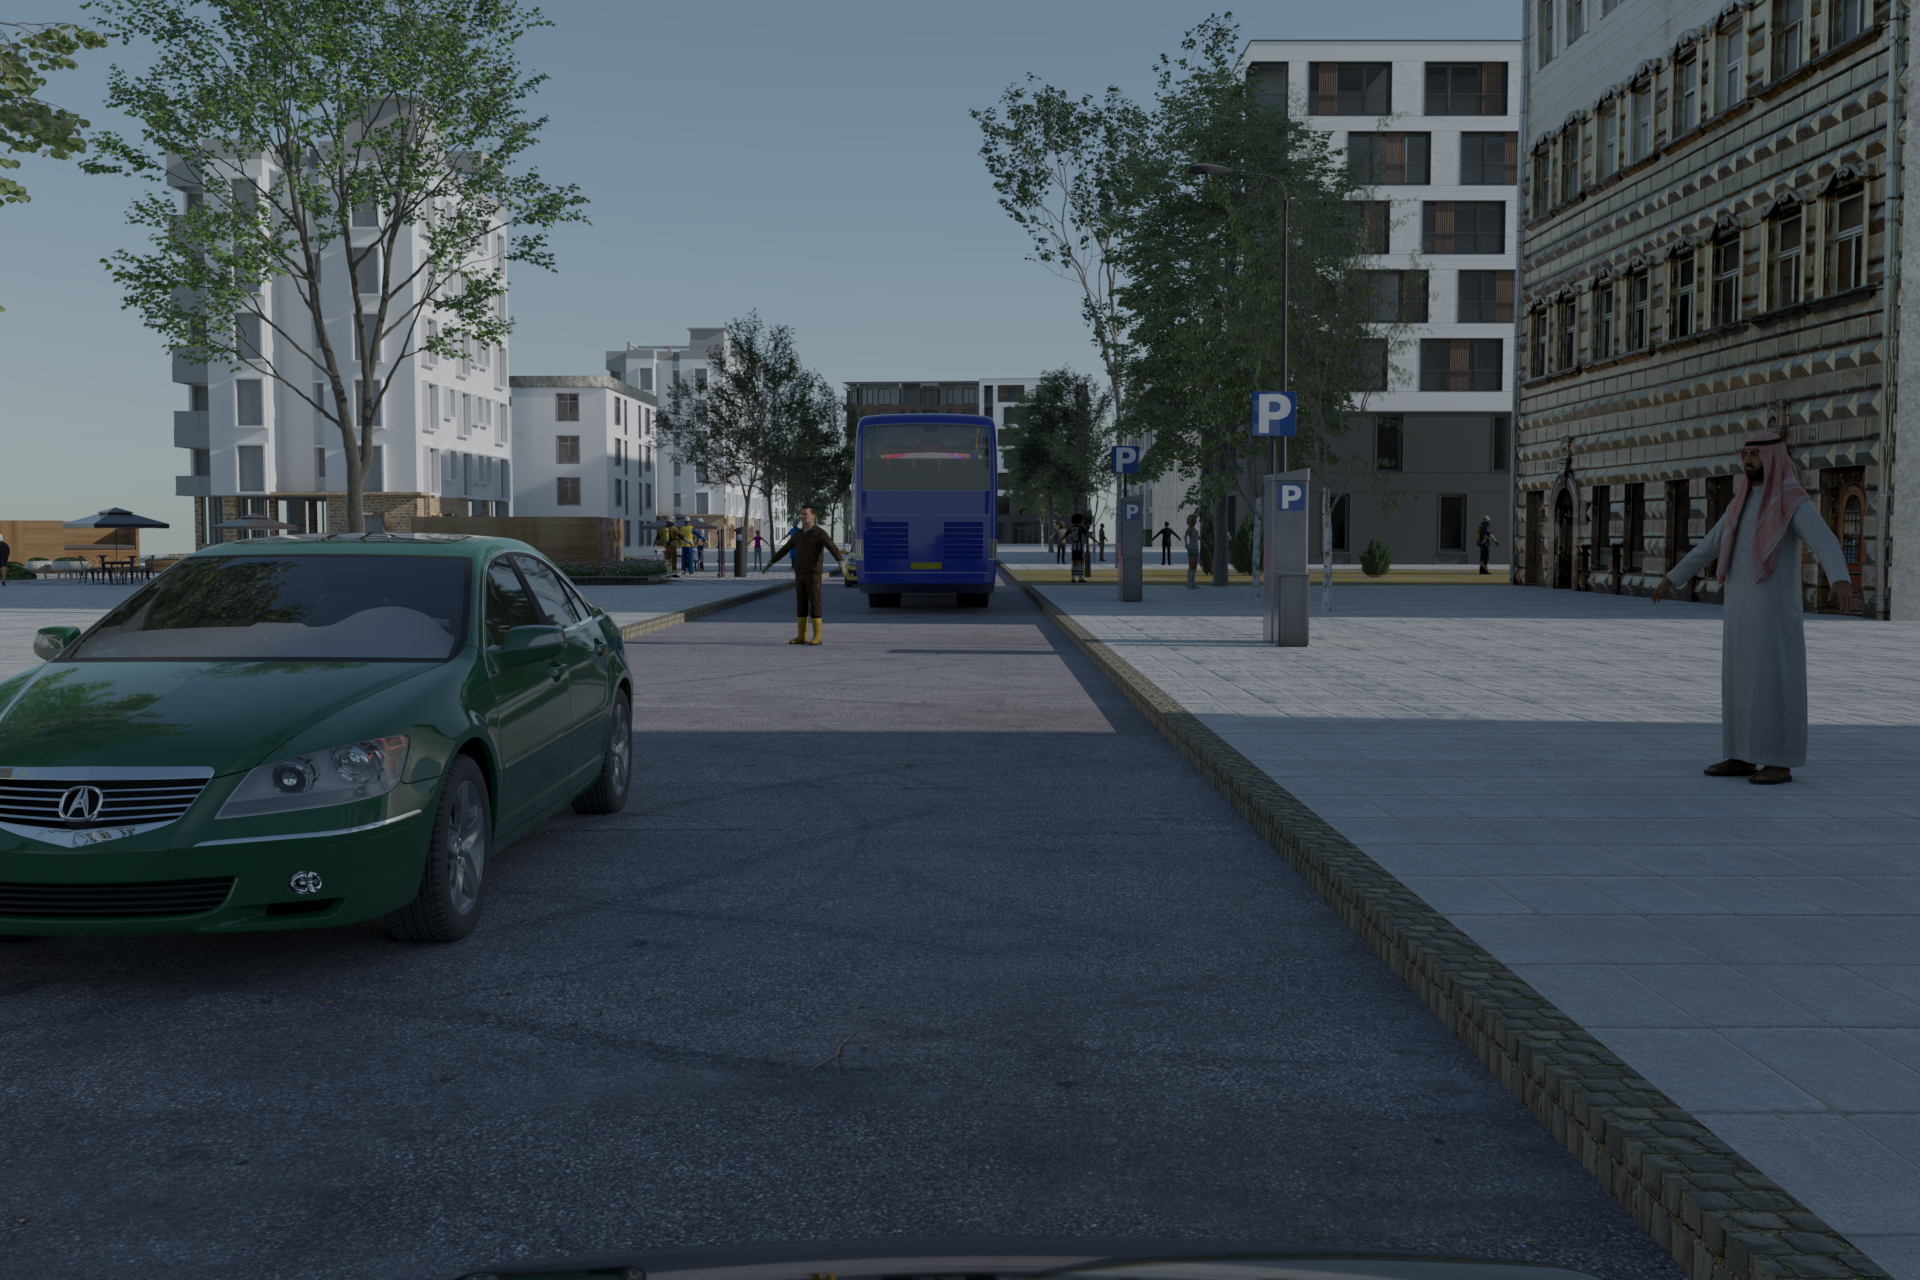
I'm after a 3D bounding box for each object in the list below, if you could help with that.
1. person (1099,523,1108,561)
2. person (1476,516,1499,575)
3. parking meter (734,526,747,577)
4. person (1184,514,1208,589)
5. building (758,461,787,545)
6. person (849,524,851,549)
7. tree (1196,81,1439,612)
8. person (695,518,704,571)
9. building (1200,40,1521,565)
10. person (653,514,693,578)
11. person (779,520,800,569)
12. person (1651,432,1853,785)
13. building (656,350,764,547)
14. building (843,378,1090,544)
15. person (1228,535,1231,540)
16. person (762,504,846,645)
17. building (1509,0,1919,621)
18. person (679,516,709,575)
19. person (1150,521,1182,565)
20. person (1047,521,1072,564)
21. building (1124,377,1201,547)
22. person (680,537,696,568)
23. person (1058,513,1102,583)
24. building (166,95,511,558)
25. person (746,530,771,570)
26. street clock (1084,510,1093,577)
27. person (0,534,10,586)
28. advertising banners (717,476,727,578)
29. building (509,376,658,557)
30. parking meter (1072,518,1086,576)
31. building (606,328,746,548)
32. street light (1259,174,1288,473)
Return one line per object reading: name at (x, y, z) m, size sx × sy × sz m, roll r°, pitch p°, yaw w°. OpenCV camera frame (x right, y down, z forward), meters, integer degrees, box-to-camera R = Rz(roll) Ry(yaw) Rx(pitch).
person at (6.747, -4.629, 81.956) m, size 0.705 × 1.796 × 1.348 m, roll 0°, pitch 4°, yaw -8°
person at (16.646, -3.001, 54.839) m, size 0.705 × 1.856 × 1.354 m, roll -1°, pitch 4°, yaw -10°
parking meter at (-6.561, -2.646, 51.670) m, size 0.372 × 1.533 × 0.369 m, roll 0°, pitch 3°, yaw 0°
person at (5.538, -2.083, 40.676) m, size 0.721 × 1.753 × 1.214 m, roll 2°, pitch 4°, yaw 31°
building at (-25.479, -16.427, 210.728) m, size 9.099 × 9.664 × 28.070 m, roll 0°, pitch 4°, yaw 1°
person at (-5.013, -4.583, 81.150) m, size 0.704 × 1.802 × 1.346 m, roll 0°, pitch 4°, yaw -2°
tree at (6.212, -4.790, 28.680) m, size 4.360 × 8.622 × 3.978 m, roll 0°, pitch 3°, yaw 0°
person at (-9.126, -3.352, 60.659) m, size 0.705 × 1.847 × 1.347 m, roll -1°, pitch 4°, yaw -13°
building at (25.916, -14.944, 88.303) m, size 27.936 × 21.610 × 32.646 m, roll 0°, pitch 3°, yaw 0°
person at (-8.493, -2.766, 50.985) m, size 1.354 × 1.858 × 0.705 m, roll 2°, pitch 4°, yaw 24°
person at (-6.063, -3.514, 63.581) m, size 1.347 × 1.817 × 0.704 m, roll 2°, pitch 4°, yaw 32°
person at (4.154, -0.176, 9.027) m, size 0.704 × 1.811 × 1.347 m, roll -1°, pitch 4°, yaw -18°
building at (-26.900, -19.728, 178.968) m, size 16.016 × 20.090 × 11.380 m, roll 0°, pitch 4°, yaw 1°
building at (1.497, -24.060, 239.815) m, size 32.646 × 21.610 × 27.936 m, roll 0°, pitch 4°, yaw 5°
person at (10.634, -3.934, 70.513) m, size 1.347 × 1.806 × 0.705 m, roll -3°, pitch 4°, yaw -37°
person at (-1.978, -0.846, 22.433) m, size 1.346 × 1.812 × 0.704 m, roll 2°, pitch 4°, yaw 33°
building at (22.994, -12.405, 33.756) m, size 19.493 × 23.208 × 18.063 m, roll 0°, pitch 4°, yaw 1°
person at (-8.563, -2.966, 54.460) m, size 1.349 × 1.833 × 0.705 m, roll 0°, pitch 4°, yaw 6°
person at (8.485, -3.977, 71.216) m, size 1.347 × 1.806 × 0.705 m, roll 0°, pitch 4°, yaw -3°
person at (4.289, -4.105, 73.239) m, size 1.348 × 1.813 × 0.705 m, roll -1°, pitch 4°, yaw -15°
building at (27.029, -19.295, 181.935) m, size 16.747 × 18.905 × 31.486 m, roll 0°, pitch 4°, yaw 0°
person at (-10.243, -3.590, 65.416) m, size 0.721 × 1.740 × 1.216 m, roll -3°, pitch 4°, yaw -39°
person at (3.130, -2.429, 45.861) m, size 1.345 × 1.843 × 0.704 m, roll 2°, pitch 4°, yaw 35°
building at (-28.241, -13.436, 76.105) m, size 16.016 × 20.090 × 11.380 m, roll 0°, pitch 4°, yaw 1°
person at (-7.216, -3.206, 61.686) m, size 0.991 × 1.433 × 0.599 m, roll -1°, pitch 4°, yaw -19°
street clock at (3.786, -2.859, 51.310) m, size 0.358 × 2.002 × 0.471 m, roll 0°, pitch 4°, yaw 0°
person at (-23.821, -2.057, 42.865) m, size 0.799 × 1.438 × 0.628 m, roll 1°, pitch 4°, yaw 12°
advertising banners at (-7.069, -3.385, 51.529) m, size 0.090 × 3.025 × 2.074 m, roll 0°, pitch 4°, yaw -1°
building at (-22.988, -10.017, 105.920) m, size 9.099 × 9.664 × 28.070 m, roll 0°, pitch 4°, yaw 1°
parking meter at (3.642, -2.897, 53.078) m, size 0.399 × 1.863 × 0.255 m, roll 0°, pitch 4°, yaw 0°
building at (-26.310, -18.558, 159.835) m, size 16.016 × 20.090 × 11.380 m, roll 0°, pitch 4°, yaw 0°
street light at (4.627, -3.018, 21.887) m, size 1.470 × 5.913 × 1.316 m, roll 0°, pitch 3°, yaw 0°
